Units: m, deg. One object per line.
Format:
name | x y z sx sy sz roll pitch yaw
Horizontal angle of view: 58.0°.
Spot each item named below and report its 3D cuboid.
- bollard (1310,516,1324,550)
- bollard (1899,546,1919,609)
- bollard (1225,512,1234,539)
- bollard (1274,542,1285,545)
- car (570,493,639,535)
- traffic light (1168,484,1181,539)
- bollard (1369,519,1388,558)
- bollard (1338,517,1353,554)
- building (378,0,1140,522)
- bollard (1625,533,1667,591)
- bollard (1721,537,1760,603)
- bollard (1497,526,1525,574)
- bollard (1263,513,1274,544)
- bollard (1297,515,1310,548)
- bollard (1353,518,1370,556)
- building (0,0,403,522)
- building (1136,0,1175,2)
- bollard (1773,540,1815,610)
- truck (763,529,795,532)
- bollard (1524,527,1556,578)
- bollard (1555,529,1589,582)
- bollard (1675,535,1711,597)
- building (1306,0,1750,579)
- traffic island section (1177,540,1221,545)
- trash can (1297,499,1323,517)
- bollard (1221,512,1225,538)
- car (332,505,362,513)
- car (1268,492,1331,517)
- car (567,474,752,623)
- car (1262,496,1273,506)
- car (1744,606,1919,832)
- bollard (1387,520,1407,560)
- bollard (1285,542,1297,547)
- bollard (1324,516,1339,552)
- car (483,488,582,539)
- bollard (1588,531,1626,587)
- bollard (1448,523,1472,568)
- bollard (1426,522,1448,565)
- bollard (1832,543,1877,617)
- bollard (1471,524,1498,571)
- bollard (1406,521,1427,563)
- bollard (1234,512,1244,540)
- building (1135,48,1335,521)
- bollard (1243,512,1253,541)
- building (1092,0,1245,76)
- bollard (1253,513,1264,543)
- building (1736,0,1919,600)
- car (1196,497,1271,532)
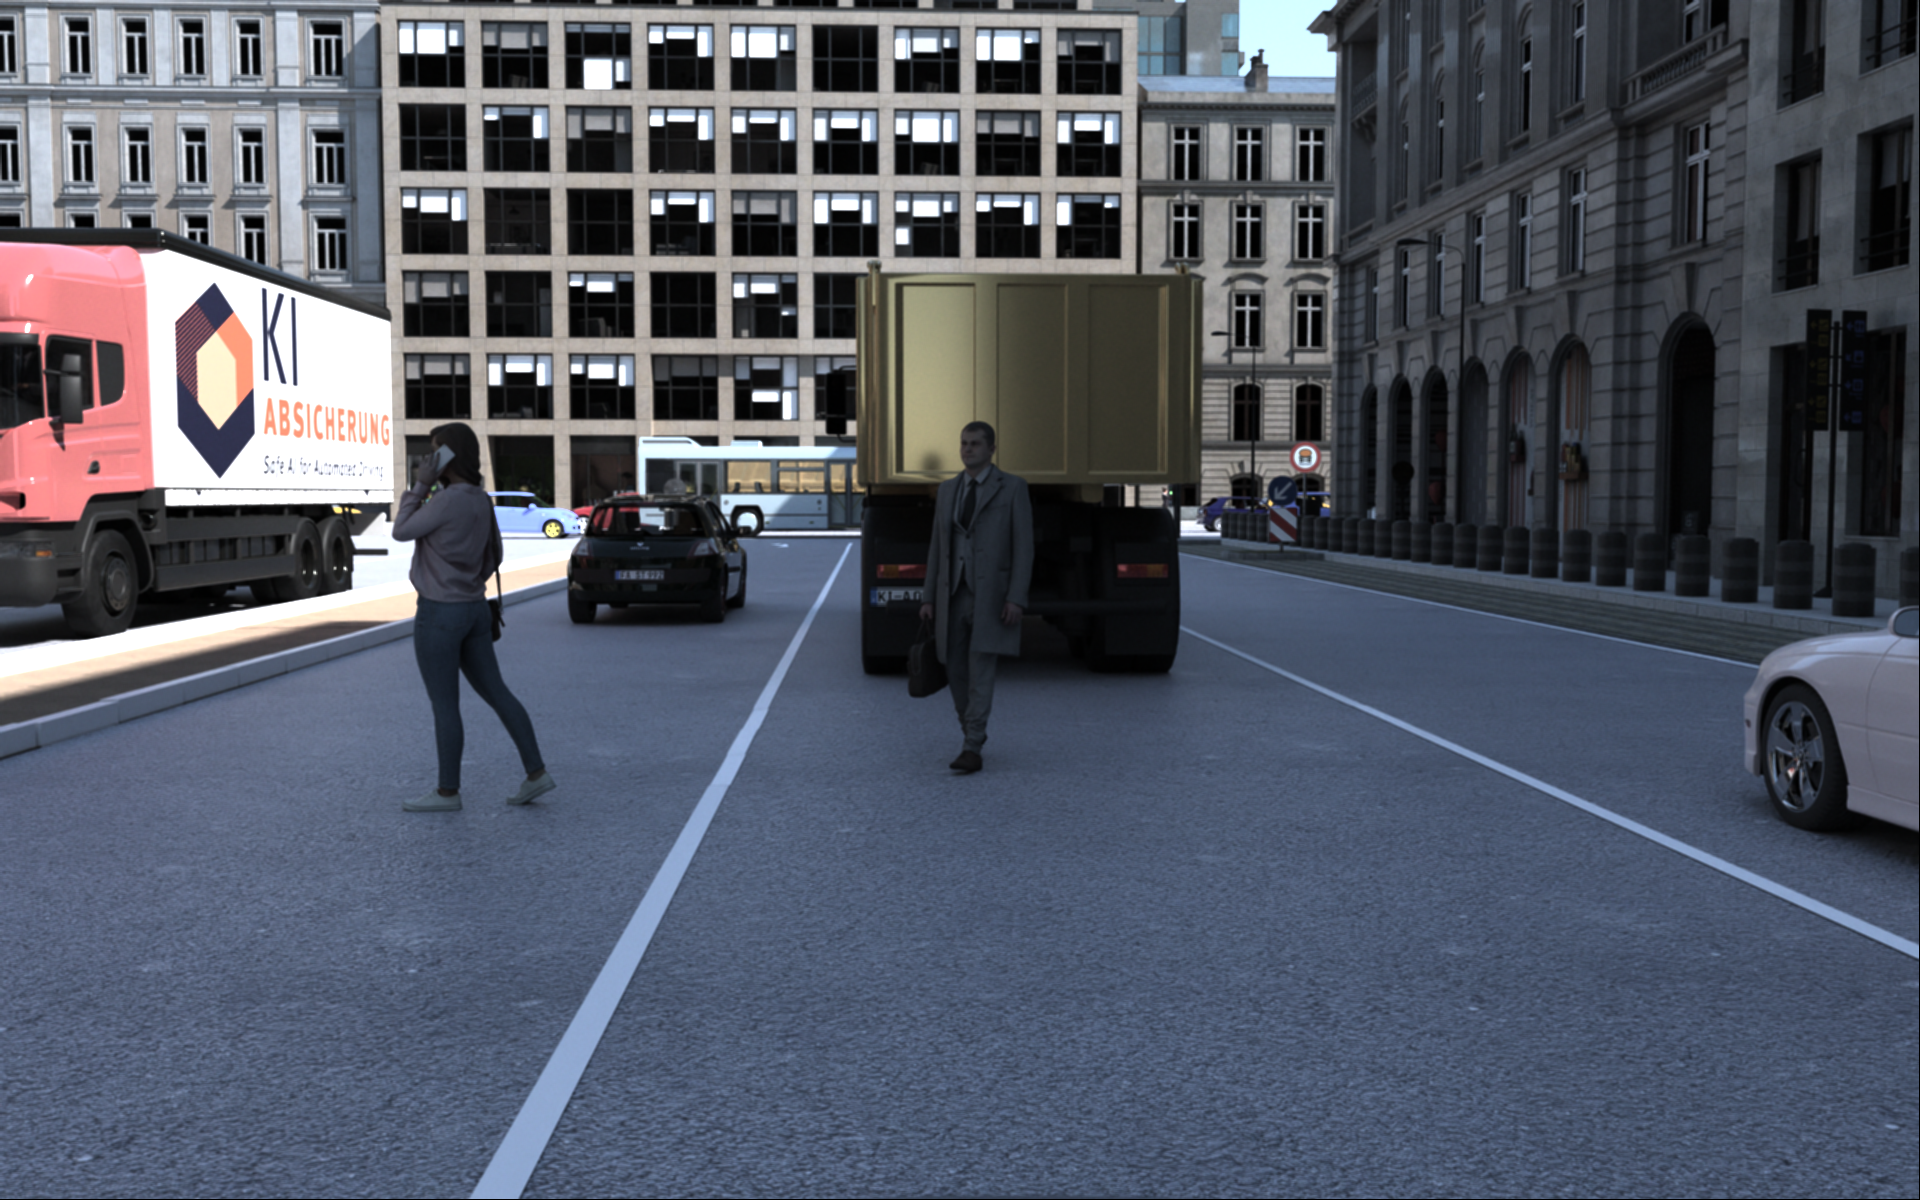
bollard | 8.357 -1.537 39.844 0.404 0.777 0.398 0 3 0
bollard | 9.445 -0.139 16.988 0.404 0.777 0.398 0 3 0
bollard | 7.901 -2.127 49.501 0.404 0.777 0.398 0 3 0
bollard | 8.183 -1.758 43.454 0.404 0.777 0.398 0 3 0
car | -11.872 -3.197 61.319 4.494 1.783 2.155 0 4 -2
traffic light | 4.127 -4.576 49.483 4.771 5.953 1.251 0 4 -3
bollard | 8.590 -1.242 35.019 0.404 0.777 0.398 0 3 0
bollard | 8.475 -1.389 37.419 0.404 0.777 0.398 0 3 0
building | -9.347 -17.354 88.247 34.151 26.468 19.350 0 4 -3
bollard | 9.159 -0.506 22.993 0.404 0.777 0.398 0 3 0
bollard | 9.276 -0.359 20.589 0.404 0.777 0.398 0 3 0
bollard | 8.936 -0.800 27.802 0.404 0.777 0.398 0 3 0
bollard | 8.127 -1.831 44.661 0.404 0.777 0.398 0 3 0
bollard | 8.302 -1.611 41.051 0.404 0.777 0.398 0 3 0
bollard | 8.531 -1.315 36.219 0.404 0.777 0.398 0 3 0
building | -36.356 -18.288 84.906 20.117 28.700 13.634 0 4 -3
building | 12.448 -46.397 196.845 20.563 71.187 20.611 0 4 -3
bollard | 9.334 -0.286 19.389 0.404 0.777 0.398 0 3 0
truck | -4.363 -4.372 67.407 9.791 3.379 3.469 0 4 -1
bollard | 8.987 -0.727 26.602 0.404 0.777 0.398 0 3 0
bollard | 9.045 -0.653 25.393 0.404 0.777 0.398 0 3 0
bollard | 9.219 -0.433 21.789 0.404 0.777 0.398 0 3 0
building | 16.789 -11.926 36.789 13.314 21.916 24.055 0 4 -3
traffic island section | 6.253 -1.686 49.839 2.009 0.180 2.903 0 4 -3
trash can | 10.212 -2.380 50.569 0.748 1.137 0.748 0 3 0
bollard | 7.841 -2.202 50.715 0.404 0.777 0.398 0 3 0
car | -24.083 -3.303 64.233 3.980 1.641 2.015 0 4 -1
car | 11.602 -2.779 55.031 3.694 1.707 1.945 0 4 -2
car | -3.534 -0.666 20.670 2.009 1.686 4.222 0 4 -2
car | 13.637 -3.593 68.971 3.980 1.641 2.015 0 4 -3
car | 4.534 0.390 5.978 2.083 1.381 4.827 0 4 -2
bollard | 8.644 -1.168 33.818 0.404 0.777 0.398 0 3 0
bollard | 8.245 -1.684 42.254 0.404 0.777 0.398 0 3 0
bollard | 8.416 -1.462 38.619 0.404 0.777 0.398 0 3 0
car | -14.111 -2.833 55.909 3.694 1.707 1.945 0 4 -3
bollard | 9.101 -0.580 24.193 0.404 0.777 0.398 0 3 0
bollard | 8.817 -0.948 30.209 0.404 0.777 0.398 0 3 0
bollard | 8.759 -1.021 31.410 0.404 0.777 0.398 0 3 0
bollard | 9.390 -0.212 18.188 0.404 0.777 0.398 0 3 0
bollard | 8.876 -0.874 29.002 0.404 0.777 0.398 0 3 0
bollard | 8.704 -1.095 32.618 0.404 0.777 0.398 0 3 0
bollard | 7.955 -2.053 48.289 0.404 0.777 0.398 0 3 0
building | 25.164 -16.421 87.562 34.723 24.649 14.460 0 4 -3
bollard | 8.010 -1.979 47.068 0.404 0.777 0.398 0 3 0
building | 15.046 -33.777 171.855 23.786 49.044 30.456 0 4 -3
bollard | 8.072 -1.905 45.864 0.404 0.777 0.398 0 3 0
building | 16.727 -9.872 16.156 10.420 20.320 16.860 0 4 -3
car | 11.000 -3.253 65.764 3.894 1.354 1.945 0 4 -4
